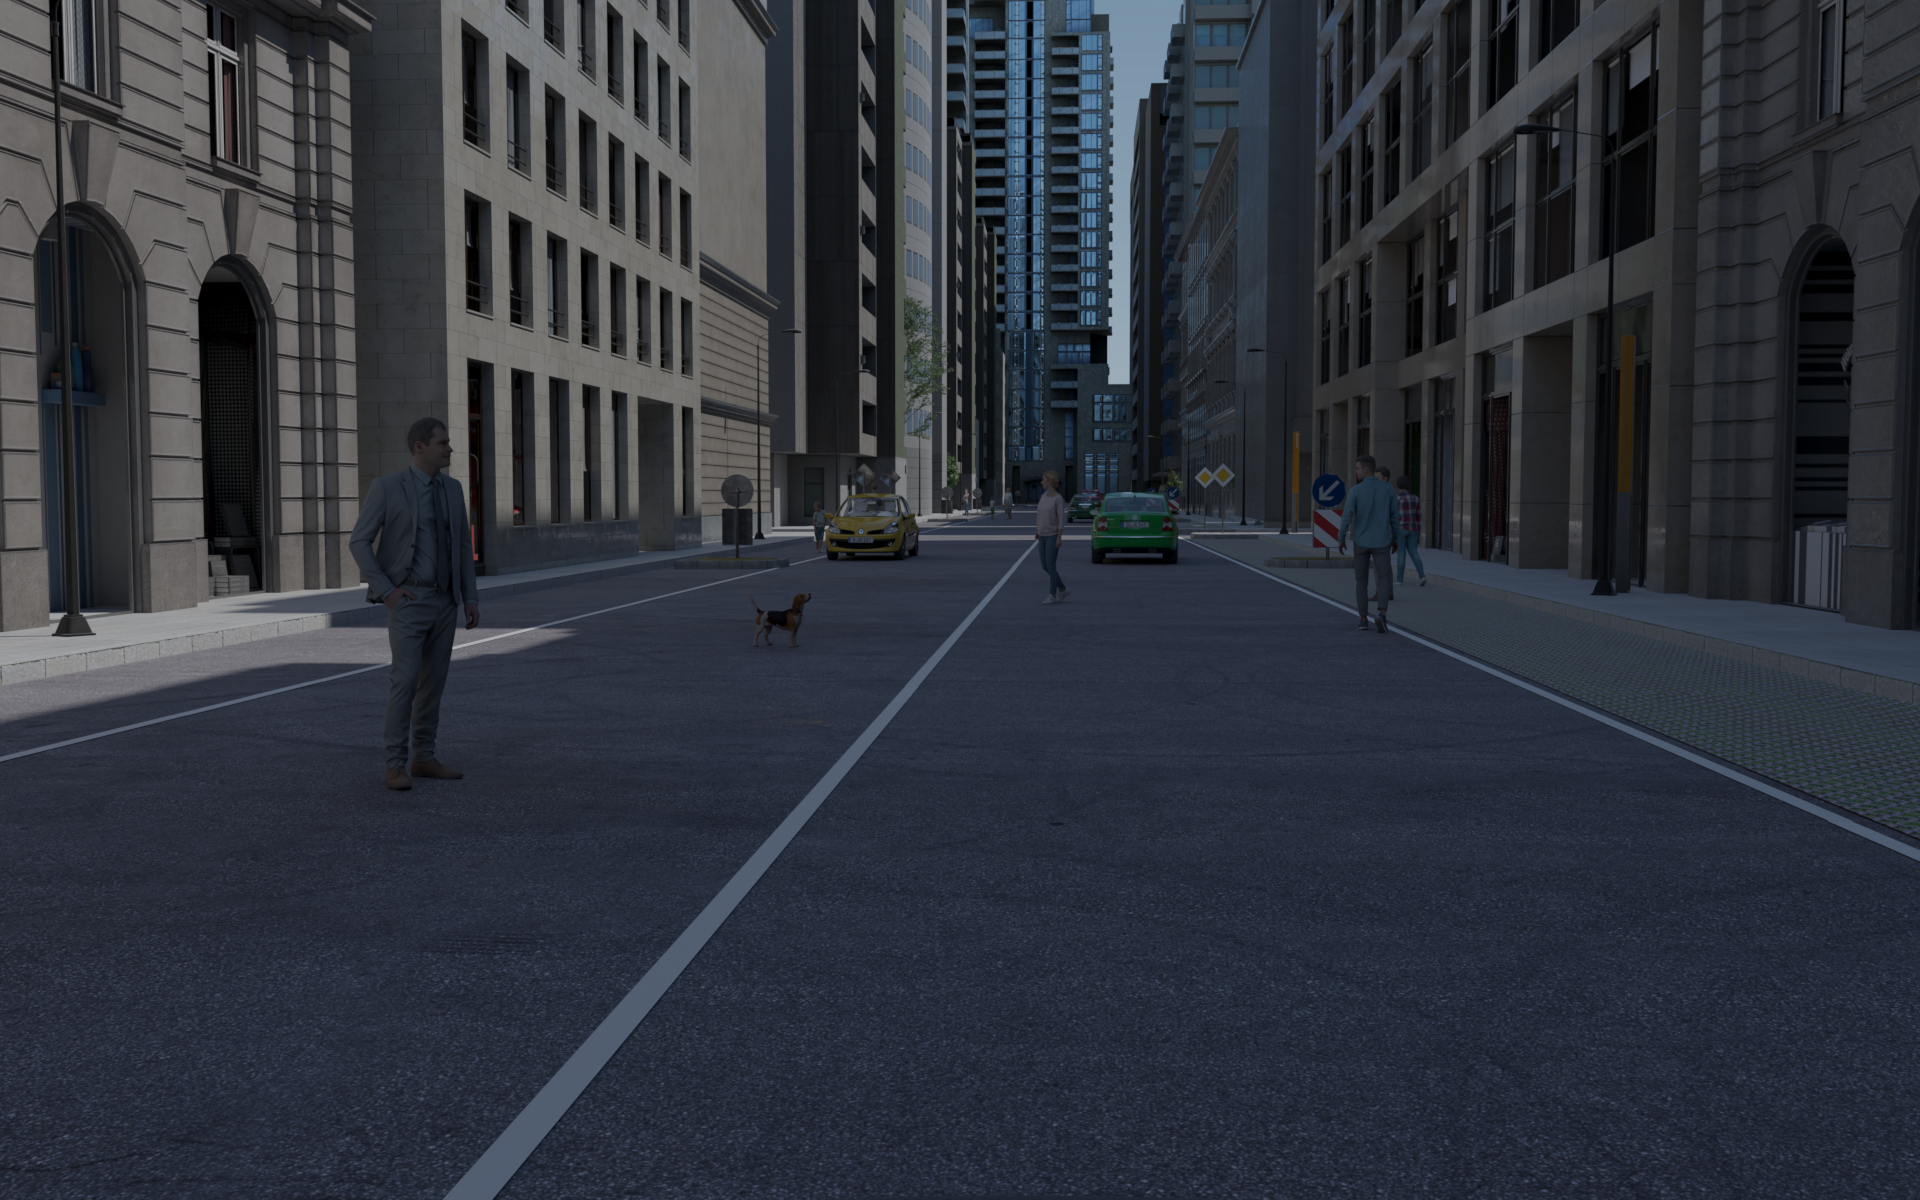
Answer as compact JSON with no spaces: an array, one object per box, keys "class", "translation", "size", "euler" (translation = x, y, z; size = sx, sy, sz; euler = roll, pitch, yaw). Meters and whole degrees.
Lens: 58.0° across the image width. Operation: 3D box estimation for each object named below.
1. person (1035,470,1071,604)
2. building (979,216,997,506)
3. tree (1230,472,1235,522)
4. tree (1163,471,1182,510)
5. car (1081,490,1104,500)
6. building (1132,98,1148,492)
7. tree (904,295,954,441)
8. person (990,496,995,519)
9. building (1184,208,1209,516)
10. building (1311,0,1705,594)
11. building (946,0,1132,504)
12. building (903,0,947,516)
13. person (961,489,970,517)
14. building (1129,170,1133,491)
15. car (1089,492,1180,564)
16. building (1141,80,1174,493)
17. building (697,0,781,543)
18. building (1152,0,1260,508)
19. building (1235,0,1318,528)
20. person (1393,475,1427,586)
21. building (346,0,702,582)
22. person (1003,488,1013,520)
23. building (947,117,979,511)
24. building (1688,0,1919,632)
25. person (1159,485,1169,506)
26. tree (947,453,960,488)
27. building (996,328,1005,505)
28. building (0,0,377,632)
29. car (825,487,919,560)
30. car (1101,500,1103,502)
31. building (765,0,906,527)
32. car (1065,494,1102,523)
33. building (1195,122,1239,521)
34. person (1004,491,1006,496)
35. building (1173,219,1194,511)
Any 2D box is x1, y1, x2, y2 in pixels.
[{"class":"person","translation":[1.221,-0.825,22.662],"size":[0.598,1.740,0.731],"euler":[-3,5,-40]},{"class":"building","translation":[-3.548,-24.932,179.336],"size":[14.160,30.474,14.107],"euler":[0,4,4]},{"class":"tree","translation":[12.920,-5.176,79.234],"size":[1.663,3.219,1.824],"euler":[0,3,0]},{"class":"tree","translation":[17.721,-9.209,145.174],"size":[1.663,3.219,1.824],"euler":[0,3,0]},{"class":"car","translation":[11.059,-8.445,146.756],"size":[2.281,1.827,5.304],"euler":[0,4,5]},{"class":"building","translation":[31.227,-35.412,202.695],"size":[21.300,48.544,21.600],"euler":[0,4,4]},{"class":"tree","translation":[-3.908,-9.691,84.197],"size":[9.928,11.665,9.643],"euler":[0,3,0]},{"class":"person","translation":[1.825,-5.202,97.808],"size":[0.306,1.304,0.590],"euler":[1,4,16]},{"class":"building","translation":[19.612,-15.936,109.709],"size":[9.793,20.994,18.267],"euler":[0,4,4]},{"class":"building","translation":[19.811,-14.268,37.795],"size":[19.350,26.468,34.151],"euler":[0,4,4]},{"class":"building","translation":[7.370,-56.250,232.352],"size":[31.000,86.520,22.319],"euler":[0,4,4]},{"class":"building","translation":[-12.330,-34.347,103.581],"size":[21.231,58.520,28.212],"euler":[0,4,4]},{"class":"person","translation":[0.388,-6.032,107.711],"size":[0.643,1.750,0.593],"euler":[-2,4,-28]},{"class":"building","translation":[29.707,-35.406,229.001],"size":[14.200,45.320,14.600],"euler":[0,4,4]},{"class":"car","translation":[3.727,-1.724,36.988],"size":[1.959,1.807,4.718],"euler":[0,4,6]},{"class":"building","translation":[26.930,-32.726,185.178],"size":[14.600,45.320,14.200],"euler":[0,4,4]},{"class":"building","translation":[-23.284,-14.179,50.917],"size":[34.723,24.649,14.460],"euler":[0,4,4]},{"class":"building","translation":[30.467,-33.186,162.192],"size":[23.786,49.044,30.456],"euler":[0,4,4]},{"class":"building","translation":[26.708,-15.281,68.904],"size":[30.058,24.678,14.314],"euler":[0,4,4]},{"class":"person","translation":[6.920,-1.072,26.867],"size":[0.563,1.720,0.643],"euler":[-1,4,-17]},{"class":"building","translation":[-11.992,-10.918,33.266],"size":[10.420,20.320,16.860],"euler":[0,4,4]},{"class":"person","translation":[2.737,-5.428,97.466],"size":[0.478,1.798,0.641],"euler":[3,4,38]},{"class":"building","translation":[-6.205,-22.110,133.192],"size":[14.160,30.474,14.107],"euler":[0,4,4]},{"class":"building","translation":[14.214,-10.238,9.199],"size":[13.314,21.916,24.055],"euler":[0,4,4]},{"class":"person","translation":[8.337,-3.876,72.057],"size":[0.709,1.800,0.728],"euler":[0,3,0]},{"class":"tree","translation":[-1.507,-8.524,123.088],"size":[4.285,4.588,4.351],"euler":[0,3,0]},{"class":"building","translation":[-9.740,-21.953,203.970],"size":[28.899,21.520,27.650],"euler":[0,4,4]},{"class":"building","translation":[-14.968,-10.428,12.302],"size":[13.314,21.916,24.055],"euler":[0,4,4]},{"class":"car","translation":[-1.937,-1.746,38.773],"size":[2.015,1.641,3.980],"euler":[0,4,5]},{"class":"car","translation":[8.754,-5.342,96.142],"size":[1.959,1.807,4.718],"euler":[0,4,2]},{"class":"building","translation":[-9.915,-18.371,72.061],"size":[14.160,30.474,14.107],"euler":[0,4,4]},{"class":"car","translation":[6.330,-4.608,87.141],"size":[2.131,1.459,4.920],"euler":[0,4,5]},{"class":"building","translation":[18.698,-15.526,90.004],"size":[11.583,22.565,21.152],"euler":[0,4,4]},{"class":"person","translation":[4.181,-9.109,158.344],"size":[0.530,1.710,0.541],"euler":[2,4,24]},{"class":"building","translation":[21.869,-18.331,128.592],"size":[11.050,23.489,19.941],"euler":[0,4,4]}]
